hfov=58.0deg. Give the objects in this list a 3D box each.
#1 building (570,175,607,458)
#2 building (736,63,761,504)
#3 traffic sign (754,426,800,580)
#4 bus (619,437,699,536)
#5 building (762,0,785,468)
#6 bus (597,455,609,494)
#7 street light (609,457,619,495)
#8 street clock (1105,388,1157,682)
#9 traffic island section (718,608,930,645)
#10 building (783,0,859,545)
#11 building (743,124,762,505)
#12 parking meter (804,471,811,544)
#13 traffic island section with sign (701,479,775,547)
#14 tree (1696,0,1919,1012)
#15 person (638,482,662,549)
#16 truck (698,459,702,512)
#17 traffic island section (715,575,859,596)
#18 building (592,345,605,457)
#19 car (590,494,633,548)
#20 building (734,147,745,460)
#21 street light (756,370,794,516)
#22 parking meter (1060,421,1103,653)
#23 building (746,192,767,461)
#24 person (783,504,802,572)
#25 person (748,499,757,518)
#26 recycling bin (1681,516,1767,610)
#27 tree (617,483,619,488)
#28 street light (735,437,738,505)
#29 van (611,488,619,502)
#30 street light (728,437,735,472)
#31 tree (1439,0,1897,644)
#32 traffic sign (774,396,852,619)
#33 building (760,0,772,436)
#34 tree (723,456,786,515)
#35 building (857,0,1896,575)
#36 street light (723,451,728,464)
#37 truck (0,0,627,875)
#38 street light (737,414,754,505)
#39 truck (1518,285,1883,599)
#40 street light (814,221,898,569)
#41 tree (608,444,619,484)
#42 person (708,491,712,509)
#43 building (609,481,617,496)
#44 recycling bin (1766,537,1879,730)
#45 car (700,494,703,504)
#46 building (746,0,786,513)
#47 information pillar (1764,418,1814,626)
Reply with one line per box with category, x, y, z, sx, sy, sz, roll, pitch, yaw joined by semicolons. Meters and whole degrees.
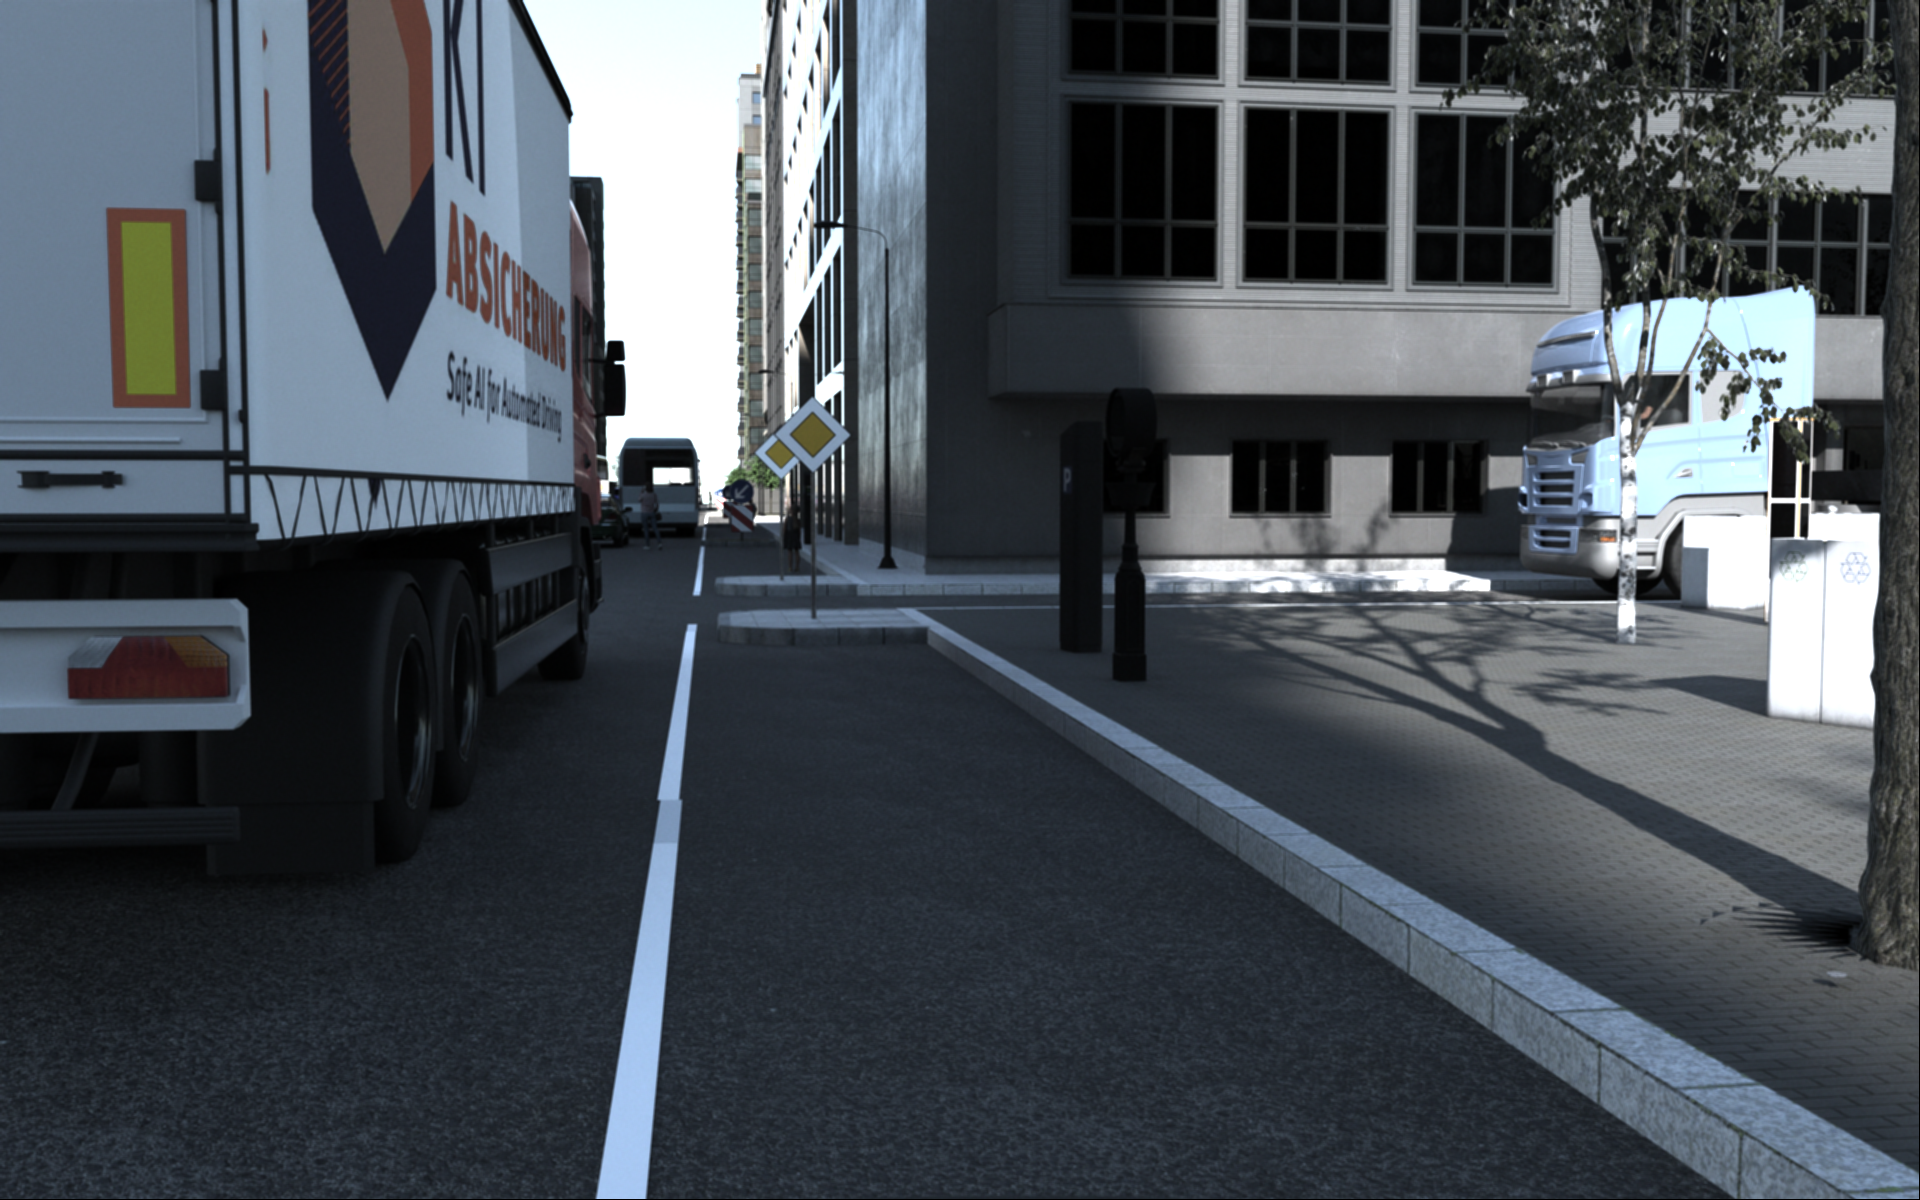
building;-51.706;-32.561;215.961;14.154;41.232;14.086;-1;4;-8
building;-20.756;-43.006;245.148;21.231;58.520;28.212;-1;4;-8
traffic sign;-2.652;-1.349;25.692;0.795;2.450;0.064;-1;4;-8
bus;-10.895;-4.137;62.496;2.948;3.499;13.247;-1;4;-10
building;-2.617;-18.101;89.459;14.314;27.812;24.014;-1;4;-8
bus;-20.678;-6.216;93.182;2.896;3.916;12.252;0;4;-7
street light;-43.516;-14.979;217.447;1.470;5.913;1.316;-1;4;-8
street clock;1.168;-0.448;11.889;0.358;2.002;0.471;-1;4;-12
traffic island section;-1.487;0.270;17.869;2.009;0.180;2.903;-1;4;-8
building;4.150;-15.696;61.146;19.350;26.468;34.151;-1;4;-8
building;-17.293;-31.290;195.187;14.154;41.232;14.086;-1;4;-8
parking meter;-3.846;-2.355;44.219;0.255;1.863;0.399;-1;4;-11
traffic island section with sign;-6.143;-2.397;47.814;1.989;1.847;2.006;-1;4;-8
tree;2.748;-4.823;4.612;9.928;11.665;9.643;0;3;0
person;-7.965;-2.181;44.743;0.593;1.750;0.643;-2;4;-31
truck;-22.915;-9.510;144.399;2.839;4.237;11.283;-1;4;-9
traffic island section;-2.629;-0.214;25.773;2.009;0.180;2.903;-1;4;-8
building;-54.748;-21.328;193.758;27.650;21.520;28.899;-1;4;-8
car;-10.135;-2.199;47.752;2.131;1.459;4.920;0;4;-8
building;-16.929;-34.400;217.070;22.147;44.769;28.867;-1;4;-8
street light;-6.835;-5.653;64.962;1.470;5.913;1.316;-1;4;-8
parking meter;0.987;-0.515;14.128;0.255;1.863;0.399;-1;4;-17
building;-13.720;-24.299;168.984;14.160;30.474;14.107;-1;4;-8
person;-3.091;-1.138;31.781;0.362;1.253;0.373;-1;4;-22
person;-8.657;-3.612;72.238;0.352;1.250;0.332;-1;4;-22
recycling bin;8.643;-0.429;19.566;0.722;1.027;0.722;3;5;45
tree;-49.755;-15.689;251.115;1.663;3.219;1.824;0;3;0
street light;-12.756;-8.129;105.442;1.470;5.913;1.316;-1;4;-8
van;-30.828;-9.469;159.198;2.240;2.365;5.245;0;4;-7
street light;-17.848;-10.287;140.725;1.470;5.913;1.316;-1;4;-8
tree;5.743;-3.916;14.391;4.360;8.622;3.978;0;3;0
traffic sign;-1.509;-0.865;17.789;0.795;2.450;0.064;-1;4;-8
building;-3.177;-34.227;148.845;28.713;52.752;27.495;-1;4;-8
tree;-11.853;-7.664;109.016;4.285;4.588;4.351;0;3;0
building;13.440;-13.153;34.124;30.058;24.678;14.314;-1;4;-8
street light;-24.547;-13.114;186.948;1.470;5.913;1.316;-1;4;-8
truck;-3.675;-1.281;9.859;2.839;4.237;11.283;0;4;-7
street light;-11.963;-7.810;100.240;1.470;5.913;1.316;-1;4;-8
truck;16.511;-2.092;23.968;18.799;4.110;2.967;0;4;-6
street light;-1.787;-3.494;29.672;1.470;5.913;1.316;-1;4;-8
tree;-50.314;-18.725;256.522;4.360;8.622;3.978;0;3;0
person;-23.958;-9.639;166.815;0.721;1.743;1.217;0;4;-3
building;-63.226;-33.173;234.257;32.217;40.220;23.993;-1;4;-8
recycling bin;5.110;0.167;9.817;0.722;1.027;0.722;-2;4;-30
car;-37.148;-14.323;242.845;2.281;1.827;5.304;0;4;-7
building;-4.996;-41.911;123.493;20.563;71.187;20.611;-1;4;-8
information pillar;8.044;-0.754;16.814;0.304;2.012;0.304;-3;5;-44
